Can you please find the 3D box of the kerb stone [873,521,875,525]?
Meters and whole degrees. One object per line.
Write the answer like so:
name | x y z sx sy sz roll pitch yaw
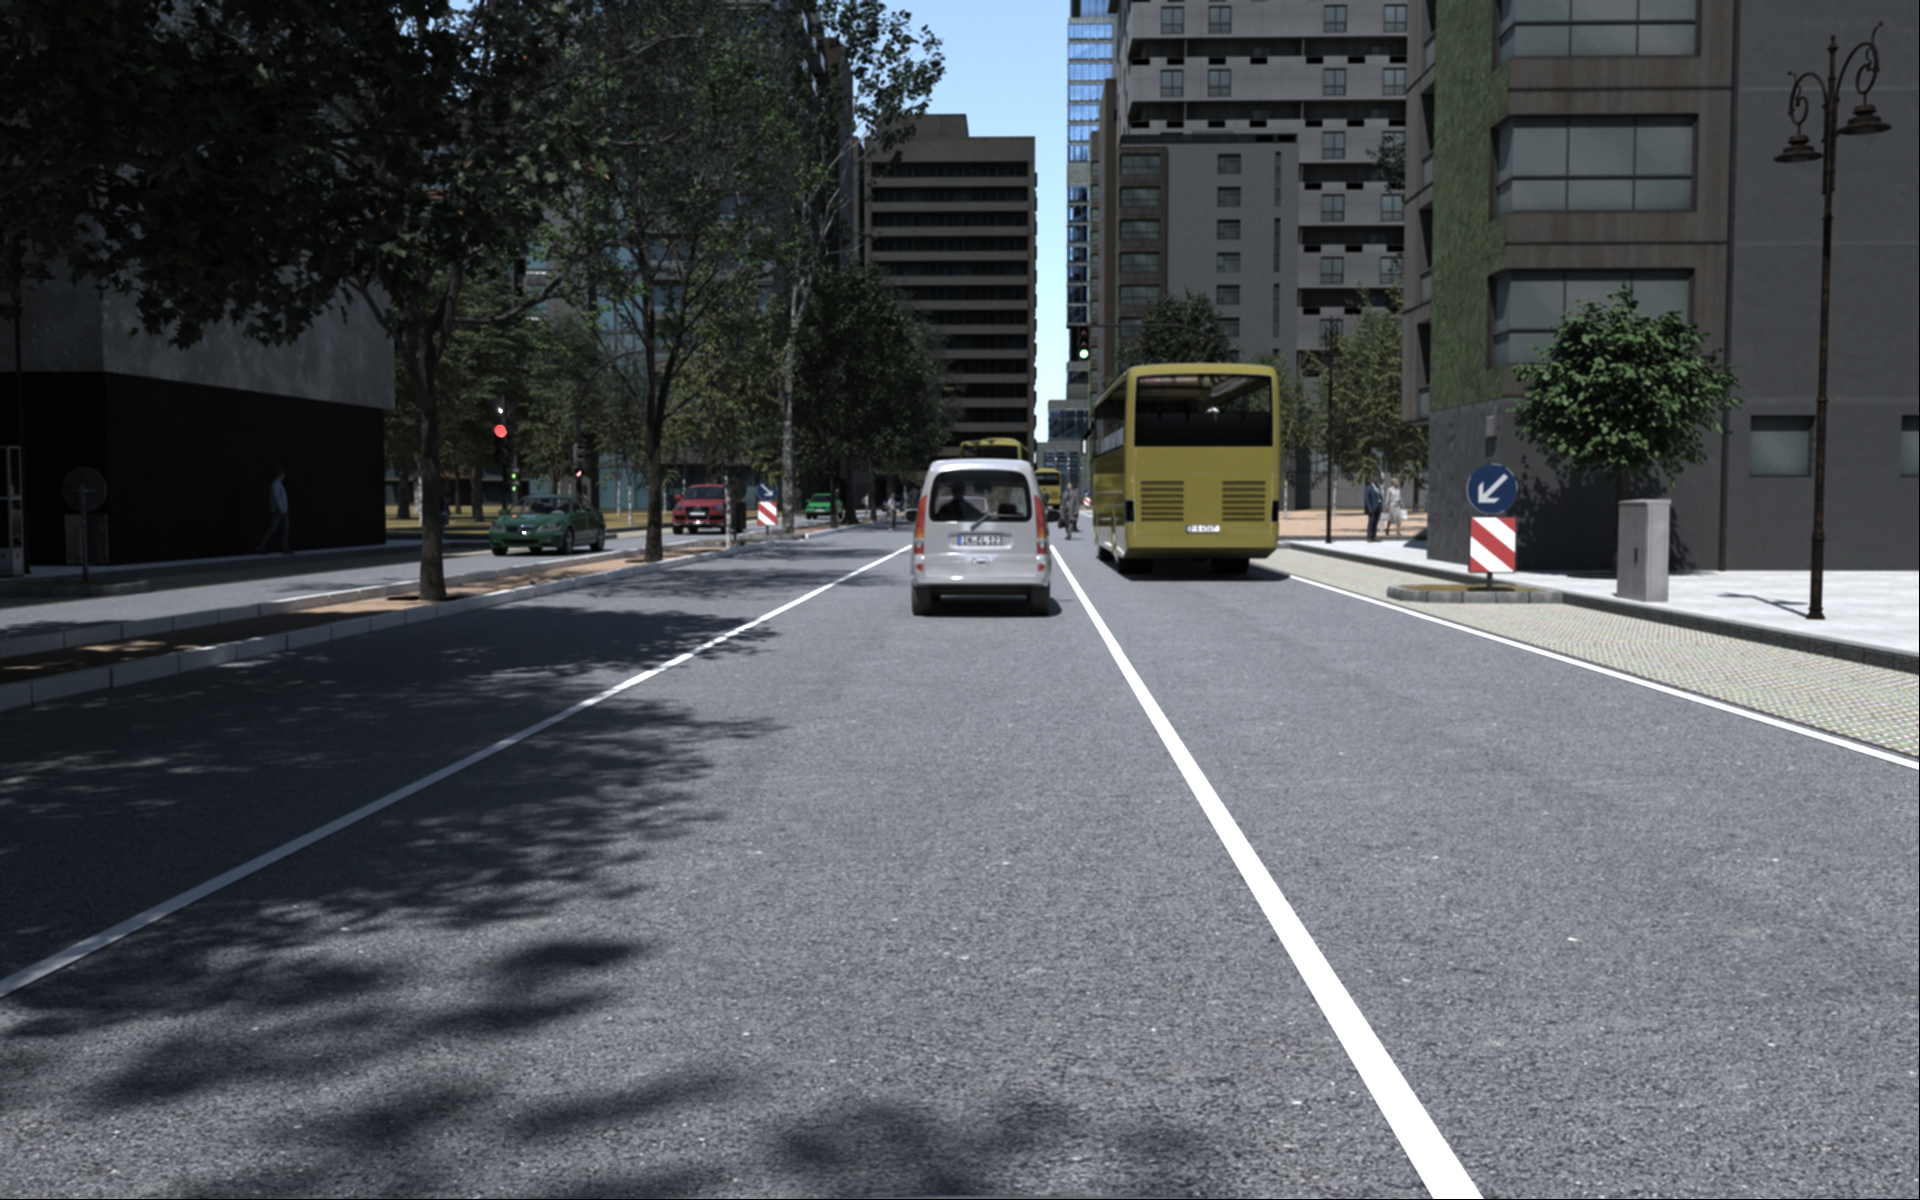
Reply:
kerb stone | -4.109 -3.502 79.453 0.120 0.150 1.000 0 4 2

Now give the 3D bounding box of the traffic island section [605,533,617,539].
traffic island section | -12.116 -2.008 55.106 2.009 0.180 2.903 0 4 2

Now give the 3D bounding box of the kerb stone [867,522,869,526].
kerb stone | -4.209 -3.314 76.371 0.120 0.150 1.000 0 4 2

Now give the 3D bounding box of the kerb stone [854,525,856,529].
kerb stone | -4.422 -2.933 70.223 0.120 0.150 1.000 0 4 2

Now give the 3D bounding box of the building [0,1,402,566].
building | -23.228 -10.489 38.940 16.811 18.784 16.820 0 4 2

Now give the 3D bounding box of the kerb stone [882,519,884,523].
kerb stone | -3.940 -3.814 84.576 0.120 0.150 1.000 0 4 2

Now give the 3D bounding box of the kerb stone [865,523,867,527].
kerb stone | -4.251 -3.250 75.350 0.120 0.150 1.000 0 4 2

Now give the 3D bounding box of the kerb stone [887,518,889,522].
kerb stone | -3.841 -4.003 87.644 0.120 0.150 1.000 0 4 2

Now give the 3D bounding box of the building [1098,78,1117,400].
building | 21.894 -32.625 183.527 14.600 45.320 14.200 0 4 2

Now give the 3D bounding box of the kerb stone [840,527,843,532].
kerb stone | -4.591 -2.625 65.115 0.120 0.150 1.000 0 4 2

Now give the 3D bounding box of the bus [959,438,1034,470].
bus | 1.605 -5.093 74.812 2.896 3.916 12.252 0 4 4

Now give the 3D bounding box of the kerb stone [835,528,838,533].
kerb stone | -4.662 -2.500 63.071 0.120 0.150 1.000 0 4 2

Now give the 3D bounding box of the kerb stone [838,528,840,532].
kerb stone | -4.627 -2.560 64.093 0.120 0.150 1.000 0 4 2

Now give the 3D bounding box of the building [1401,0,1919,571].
building | 16.290 -21.456 34.409 14.154 41.232 14.086 0 4 2

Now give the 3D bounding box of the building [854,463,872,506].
building | -25.365 -21.266 192.739 28.899 21.520 27.650 0 4 2

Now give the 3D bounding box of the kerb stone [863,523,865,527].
kerb stone | -4.280 -3.188 74.321 0.120 0.150 1.000 0 4 2

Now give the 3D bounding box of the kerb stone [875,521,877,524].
kerb stone | -4.077 -3.565 80.477 0.120 0.150 1.000 0 4 2

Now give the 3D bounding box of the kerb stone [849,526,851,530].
kerb stone | -4.491 -2.813 68.180 0.120 0.150 1.000 0 4 2

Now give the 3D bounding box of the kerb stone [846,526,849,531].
kerb stone | -4.518 -2.749 67.158 0.120 0.150 1.000 0 4 2

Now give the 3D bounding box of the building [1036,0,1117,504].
building | 25.361 -55.648 222.509 31.000 86.520 22.319 0 4 2

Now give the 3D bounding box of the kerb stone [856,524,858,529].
kerb stone | -4.389 -3.000 71.248 0.120 0.150 1.000 0 4 2

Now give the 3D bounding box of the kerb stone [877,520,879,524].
kerb stone | -4.042 -3.625 81.498 0.120 0.150 1.000 0 4 2

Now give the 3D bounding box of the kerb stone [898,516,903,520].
kerb stone | -3.465 -4.691 98.899 0.120 0.150 1.000 0 4 2

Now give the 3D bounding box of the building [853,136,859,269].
building | -22.622 -36.721 224.083 21.600 48.544 21.300 0 4 2

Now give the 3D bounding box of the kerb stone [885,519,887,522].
kerb stone | -3.869 -3.937 86.622 0.120 0.150 1.000 0 4 2

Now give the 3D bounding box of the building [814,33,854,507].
building | -17.872 -31.682 168.117 14.600 45.320 14.200 0 4 2

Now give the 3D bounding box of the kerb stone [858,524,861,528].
kerb stone | -4.352 -3.063 72.273 0.120 0.150 1.000 0 4 2

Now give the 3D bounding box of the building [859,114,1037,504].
building | -0.935 -36.729 224.225 21.600 48.544 21.300 0 4 2

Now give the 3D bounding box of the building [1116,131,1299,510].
building | 19.722 -22.652 142.057 14.160 30.474 14.107 0 4 2

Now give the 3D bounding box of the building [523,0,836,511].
building | -23.271 -32.188 145.884 23.786 49.044 30.456 0 4 2

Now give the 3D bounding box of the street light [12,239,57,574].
street light | -15.015 -3.355 27.648 0.468 5.910 1.993 0 4 2

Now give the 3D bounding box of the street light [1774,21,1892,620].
street light | 8.786 -2.741 17.607 0.468 5.910 1.993 0 4 2

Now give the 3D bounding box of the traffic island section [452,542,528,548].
traffic island section | -12.383 -1.520 47.126 2.009 0.180 2.903 0 4 2

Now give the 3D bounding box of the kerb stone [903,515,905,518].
kerb stone | -3.420 -4.753 99.924 0.120 0.150 1.000 0 4 2

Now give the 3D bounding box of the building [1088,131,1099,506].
building | 21.651 -31.449 197.784 14.154 41.232 14.086 0 4 2

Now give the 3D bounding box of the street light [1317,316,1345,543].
street light | 9.633 -4.422 45.091 0.468 5.910 1.993 0 4 2

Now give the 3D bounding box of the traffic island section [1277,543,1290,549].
traffic island section | 7.647 -1.478 46.454 2.009 0.180 2.903 0 4 2

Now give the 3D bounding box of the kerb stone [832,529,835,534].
kerb stone | -4.689 -2.438 62.049 0.120 0.150 1.000 0 4 2

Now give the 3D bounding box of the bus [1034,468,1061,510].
bus | 8.090 -10.391 161.442 2.896 3.916 12.252 0 4 2

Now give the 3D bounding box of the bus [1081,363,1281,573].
bus | 4.095 -2.602 34.091 2.896 3.916 12.252 0 4 2

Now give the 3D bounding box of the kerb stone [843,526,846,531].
kerb stone | -4.557 -2.688 66.136 0.120 0.150 1.000 0 4 2

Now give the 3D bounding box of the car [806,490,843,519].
car | -7.828 -5.596 100.289 1.959 1.807 4.718 0 4 3

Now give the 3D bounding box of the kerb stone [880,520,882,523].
kerb stone | -3.978 -3.750 83.555 0.120 0.150 1.000 0 4 2

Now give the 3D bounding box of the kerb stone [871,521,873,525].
kerb stone | -4.147 -3.439 78.424 0.120 0.150 1.000 0 4 2

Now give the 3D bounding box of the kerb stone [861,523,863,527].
kerb stone | -4.326 -3.119 73.300 0.120 0.150 1.000 0 4 2

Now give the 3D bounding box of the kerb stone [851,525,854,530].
kerb stone | -4.458 -2.875 69.201 0.120 0.150 1.000 0 4 2

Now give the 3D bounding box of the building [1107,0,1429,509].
building | 28.746 -35.022 161.850 28.713 52.752 27.495 0 4 2

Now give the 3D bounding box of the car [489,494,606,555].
car | -9.956 -1.850 42.052 2.131 1.459 4.920 0 4 3

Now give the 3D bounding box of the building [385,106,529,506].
building | -54.422 -33.145 196.550 28.867 44.769 22.147 0 4 2

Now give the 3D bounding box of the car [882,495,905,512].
car | -5.440 -7.965 142.808 1.945 1.354 3.894 0 4 4

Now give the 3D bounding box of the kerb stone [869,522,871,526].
kerb stone | -4.184 -3.376 77.400 0.120 0.150 1.000 0 4 2

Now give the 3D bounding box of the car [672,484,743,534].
car | -9.159 -3.339 63.258 2.281 1.827 5.304 0 4 1
